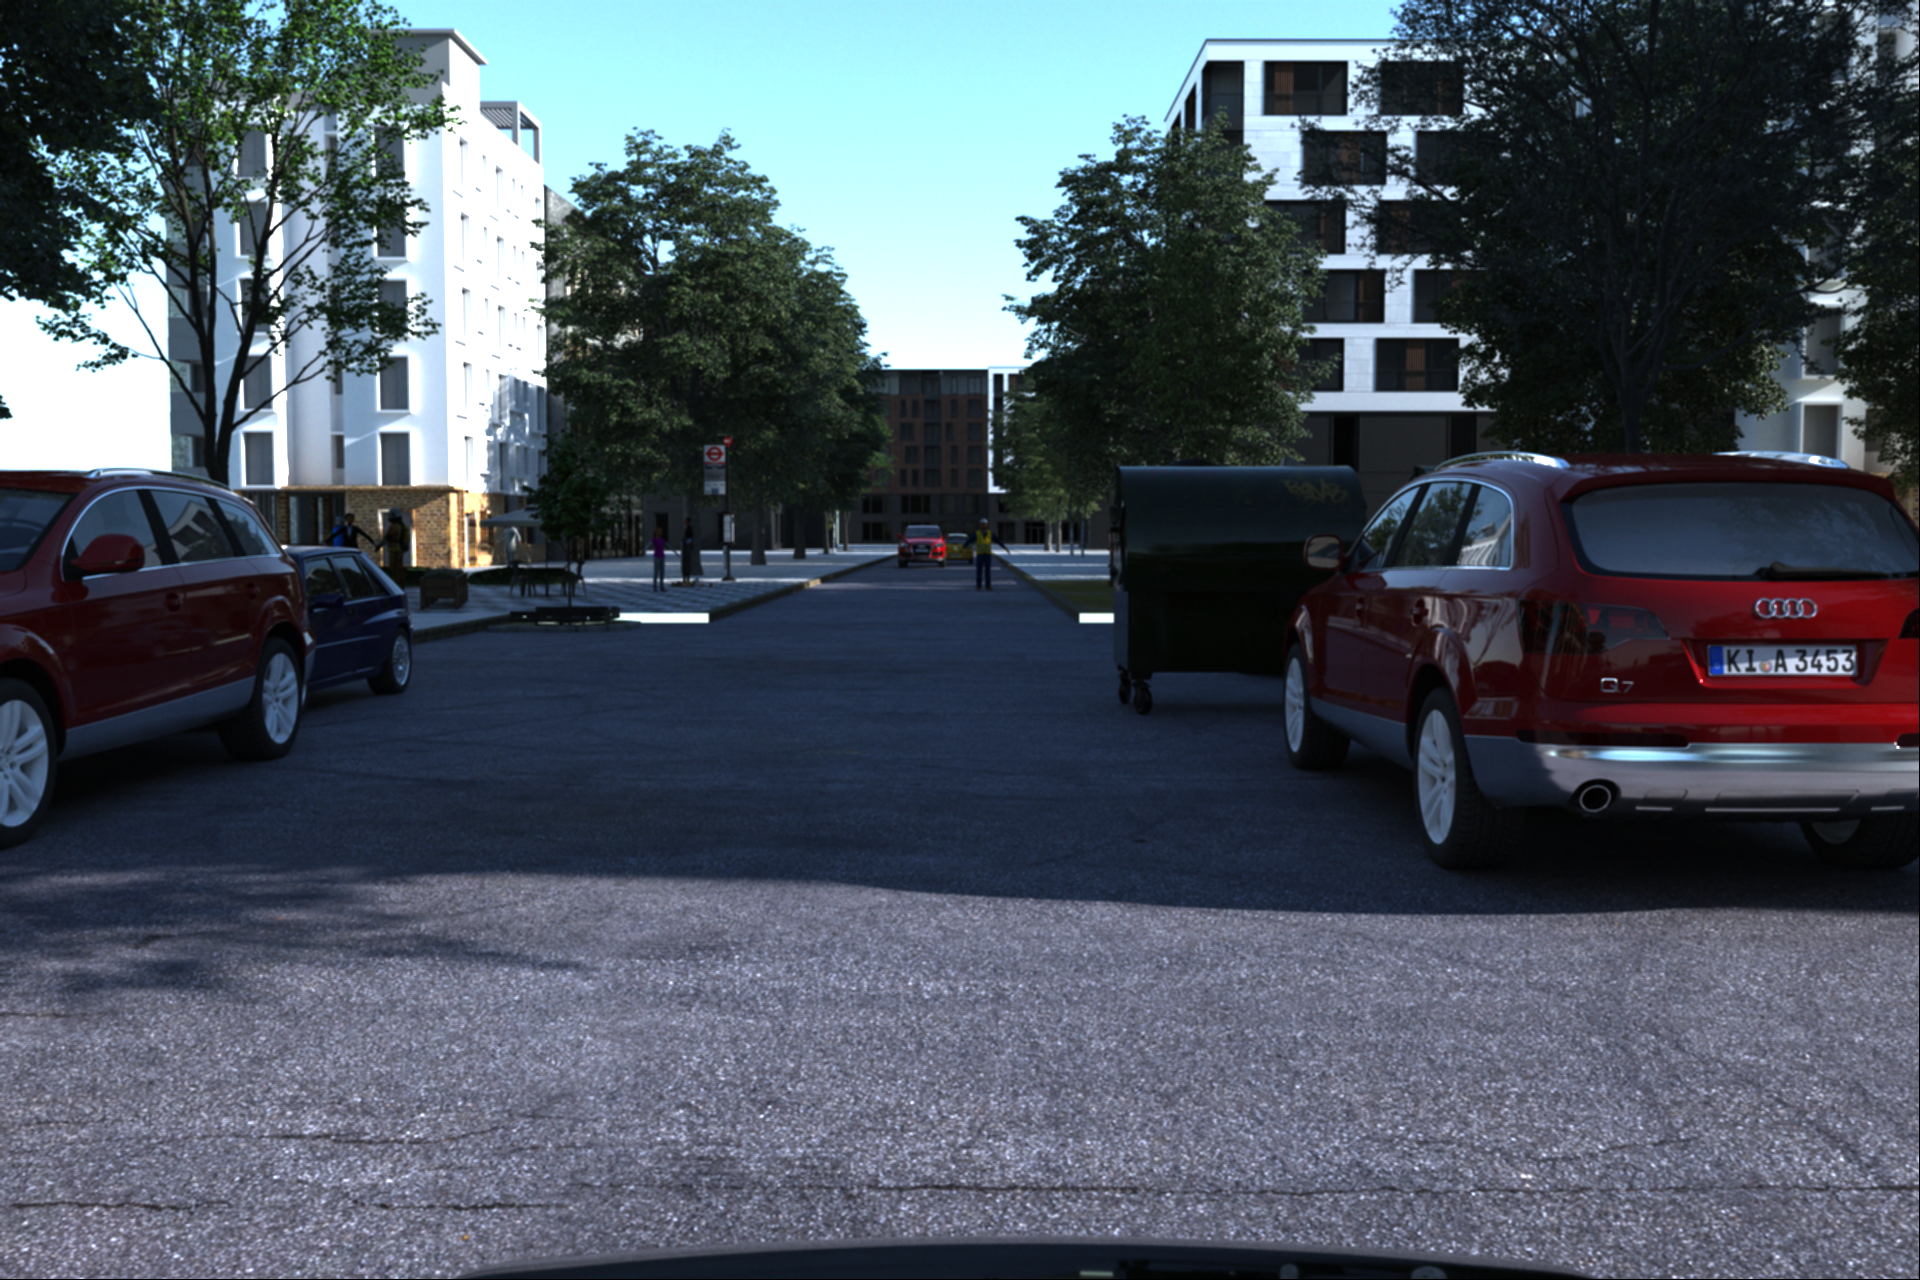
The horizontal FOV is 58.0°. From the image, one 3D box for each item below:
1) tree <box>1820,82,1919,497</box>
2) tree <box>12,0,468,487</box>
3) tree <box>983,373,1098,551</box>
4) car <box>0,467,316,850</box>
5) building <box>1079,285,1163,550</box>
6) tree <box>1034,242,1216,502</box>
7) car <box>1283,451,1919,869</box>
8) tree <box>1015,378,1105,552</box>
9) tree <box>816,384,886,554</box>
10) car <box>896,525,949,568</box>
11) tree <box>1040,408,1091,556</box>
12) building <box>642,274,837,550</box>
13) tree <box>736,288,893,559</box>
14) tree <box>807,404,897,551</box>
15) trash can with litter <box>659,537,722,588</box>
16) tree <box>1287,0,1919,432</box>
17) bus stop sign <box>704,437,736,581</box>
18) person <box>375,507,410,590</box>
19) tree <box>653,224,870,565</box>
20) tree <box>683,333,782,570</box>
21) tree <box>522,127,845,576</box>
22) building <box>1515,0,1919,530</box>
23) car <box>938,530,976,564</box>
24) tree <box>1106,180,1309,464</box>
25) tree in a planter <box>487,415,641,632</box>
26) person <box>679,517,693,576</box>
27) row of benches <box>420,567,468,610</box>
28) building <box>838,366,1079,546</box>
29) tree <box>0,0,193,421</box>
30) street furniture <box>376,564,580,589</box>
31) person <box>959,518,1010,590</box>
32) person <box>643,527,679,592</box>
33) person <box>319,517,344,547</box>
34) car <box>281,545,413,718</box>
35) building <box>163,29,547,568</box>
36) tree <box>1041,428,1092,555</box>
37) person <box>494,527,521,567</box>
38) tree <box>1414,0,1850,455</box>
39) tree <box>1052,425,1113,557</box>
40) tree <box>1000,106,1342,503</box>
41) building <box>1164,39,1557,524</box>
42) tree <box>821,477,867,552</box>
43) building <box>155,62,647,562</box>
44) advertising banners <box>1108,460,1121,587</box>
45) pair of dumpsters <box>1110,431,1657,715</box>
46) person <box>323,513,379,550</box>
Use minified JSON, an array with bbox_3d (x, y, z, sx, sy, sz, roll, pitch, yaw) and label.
[{"bbox_3d":[26.492,-8.352,43.209,9.857,13.997,8.962,0,3,0],"label":"tree"},{"bbox_3d":[-11.814,-6.221,27.474,9.928,11.665,9.643,0,3,0],"label":"tree"},{"bbox_3d":[6.593,-13.729,131.124,9.857,13.997,8.962,0,3,0],"label":"tree"},{"bbox_3d":[-5.318,-0.052,9.526,2.281,1.827,5.304,0,4,0],"label":"car"},{"bbox_3d":[24.680,-19.238,158.513,27.936,21.610,32.646,0,3,0],"label":"building"},{"bbox_3d":[6.668,-9.172,68.091,7.486,12.596,7.792,0,3,0],"label":"tree"},{"bbox_3d":[3.043,-0.017,8.943,2.281,1.827,5.304,0,3,0],"label":"car"},{"bbox_3d":[7.237,-12.409,121.013,7.486,12.596,7.792,0,3,0],"label":"tree"},{"bbox_3d":[-8.625,-11.370,111.654,9.928,11.665,9.643,0,3,0],"label":"tree"},{"bbox_3d":[-1.604,-4.058,75.025,2.281,1.827,5.304,0,4,0],"label":"car"},{"bbox_3d":[6.376,-9.246,101.529,4.360,8.622,3.978,0,3,0],"label":"tree"},{"bbox_3d":[-25.692,-18.873,152.544,27.936,21.610,32.646,0,4,-1],"label":"building"},{"bbox_3d":[-8.141,-11.127,88.588,9.857,13.997,8.962,0,3,0],"label":"tree"},{"bbox_3d":[-8.492,-12.448,129.282,9.928,11.665,9.643,0,3,0],"label":"tree"},{"bbox_3d":[-6.554,-1.926,42.552,1.678,1.210,2.233,0,4,1],"label":"trash can with litter"},{"bbox_3d":[10.060,-7.046,25.580,12.009,13.543,11.850,0,3,0],"label":"tree"},{"bbox_3d":[-6.573,-3.595,47.476,0.855,3.939,0.416,0,4,0],"label":"bus stop sign"},{"bbox_3d":[-12.116,-1.919,37.139,0.705,1.858,1.354,1,4,9],"label":"person"},{"bbox_3d":[-8.505,-10.102,71.831,9.857,13.997,8.962,0,3,0],"label":"tree"},{"bbox_3d":[-8.707,-6.848,62.324,4.360,8.622,3.978,0,3,0],"label":"tree"},{"bbox_3d":[-8.421,-8.974,53.387,9.857,13.997,8.962,0,3,0],"label":"tree"},{"bbox_3d":[26.101,-12.675,63.650,16.016,20.090,11.380,0,4,0],"label":"building"},{"bbox_3d":[-0.201,-4.498,83.773,2.015,1.641,3.980,0,4,0],"label":"car"},{"bbox_3d":[4.985,-5.248,36.175,4.737,8.622,4.395,0,3,0],"label":"tree"},{"bbox_3d":[-5.919,-1.770,26.158,1.991,3.239,1.994,0,3,0],"label":"tree in a planter"},{"bbox_3d":[-8.432,-2.902,53.665,0.704,1.802,1.346,0,4,4],"label":"person"},{"bbox_3d":[-9.289,-0.965,31.239,1.422,0.672,4.104,-1,4,-13],"label":"row of benches"},{"bbox_3d":[1.272,-23.063,223.507,32.646,21.610,27.936,0,3,0],"label":"building"},{"bbox_3d":[-12.048,-6.718,16.503,9.857,13.997,8.962,0,3,0],"label":"tree"},{"bbox_3d":[-15.003,-1.737,44.027,10.072,0.657,5.734,2,4,26],"label":"street furniture"},{"bbox_3d":[0.613,-2.202,44.431,1.349,1.833,0.705,-1,4,-10],"label":"person"},{"bbox_3d":[-6.623,-1.777,38.317,0.599,1.433,0.991,3,5,42],"label":"person"},{"bbox_3d":[-19.145,-2.892,53.418,1.347,1.817,0.704,1,4,18],"label":"person"},{"bbox_3d":[-5.864,-0.102,14.255,1.945,1.354,3.894,0,3,0],"label":"car"},{"bbox_3d":[-23.910,-12.840,66.354,16.016,20.090,11.380,0,3,0],"label":"building"},{"bbox_3d":[6.699,-9.608,107.456,4.360,8.622,3.978,0,3,0],"label":"tree"},{"bbox_3d":[-15.354,-3.231,59.017,1.347,1.806,0.705,3,4,37],"label":"person"},{"bbox_3d":[14.793,-8.087,38.881,9.857,13.997,8.962,0,3,0],"label":"tree"},{"bbox_3d":[6.558,-8.818,94.532,4.360,8.622,3.978,0,3,0],"label":"tree"},{"bbox_3d":[6.276,-8.841,51.206,9.857,13.997,8.962,0,3,0],"label":"tree"},{"bbox_3d":[24.004,-14.941,88.262,27.936,21.610,32.646,0,4,0],"label":"building"},{"bbox_3d":[-8.577,-10.406,120.498,4.737,8.622,4.395,0,3,0],"label":"tree"},{"bbox_3d":[-27.365,-15.794,89.168,19.493,23.208,18.063,0,4,1],"label":"building"},{"bbox_3d":[3.740,-2.791,41.814,0.090,3.025,2.074,0,4,-2],"label":"advertising banners"},{"bbox_3d":[3.444,-0.568,14.245,4.436,2.255,1.574,0,4,-1],"label":"pair of dumpsters"},{"bbox_3d":[-13.445,-1.924,38.172,1.216,1.740,0.721,-1,4,-14],"label":"person"}]
